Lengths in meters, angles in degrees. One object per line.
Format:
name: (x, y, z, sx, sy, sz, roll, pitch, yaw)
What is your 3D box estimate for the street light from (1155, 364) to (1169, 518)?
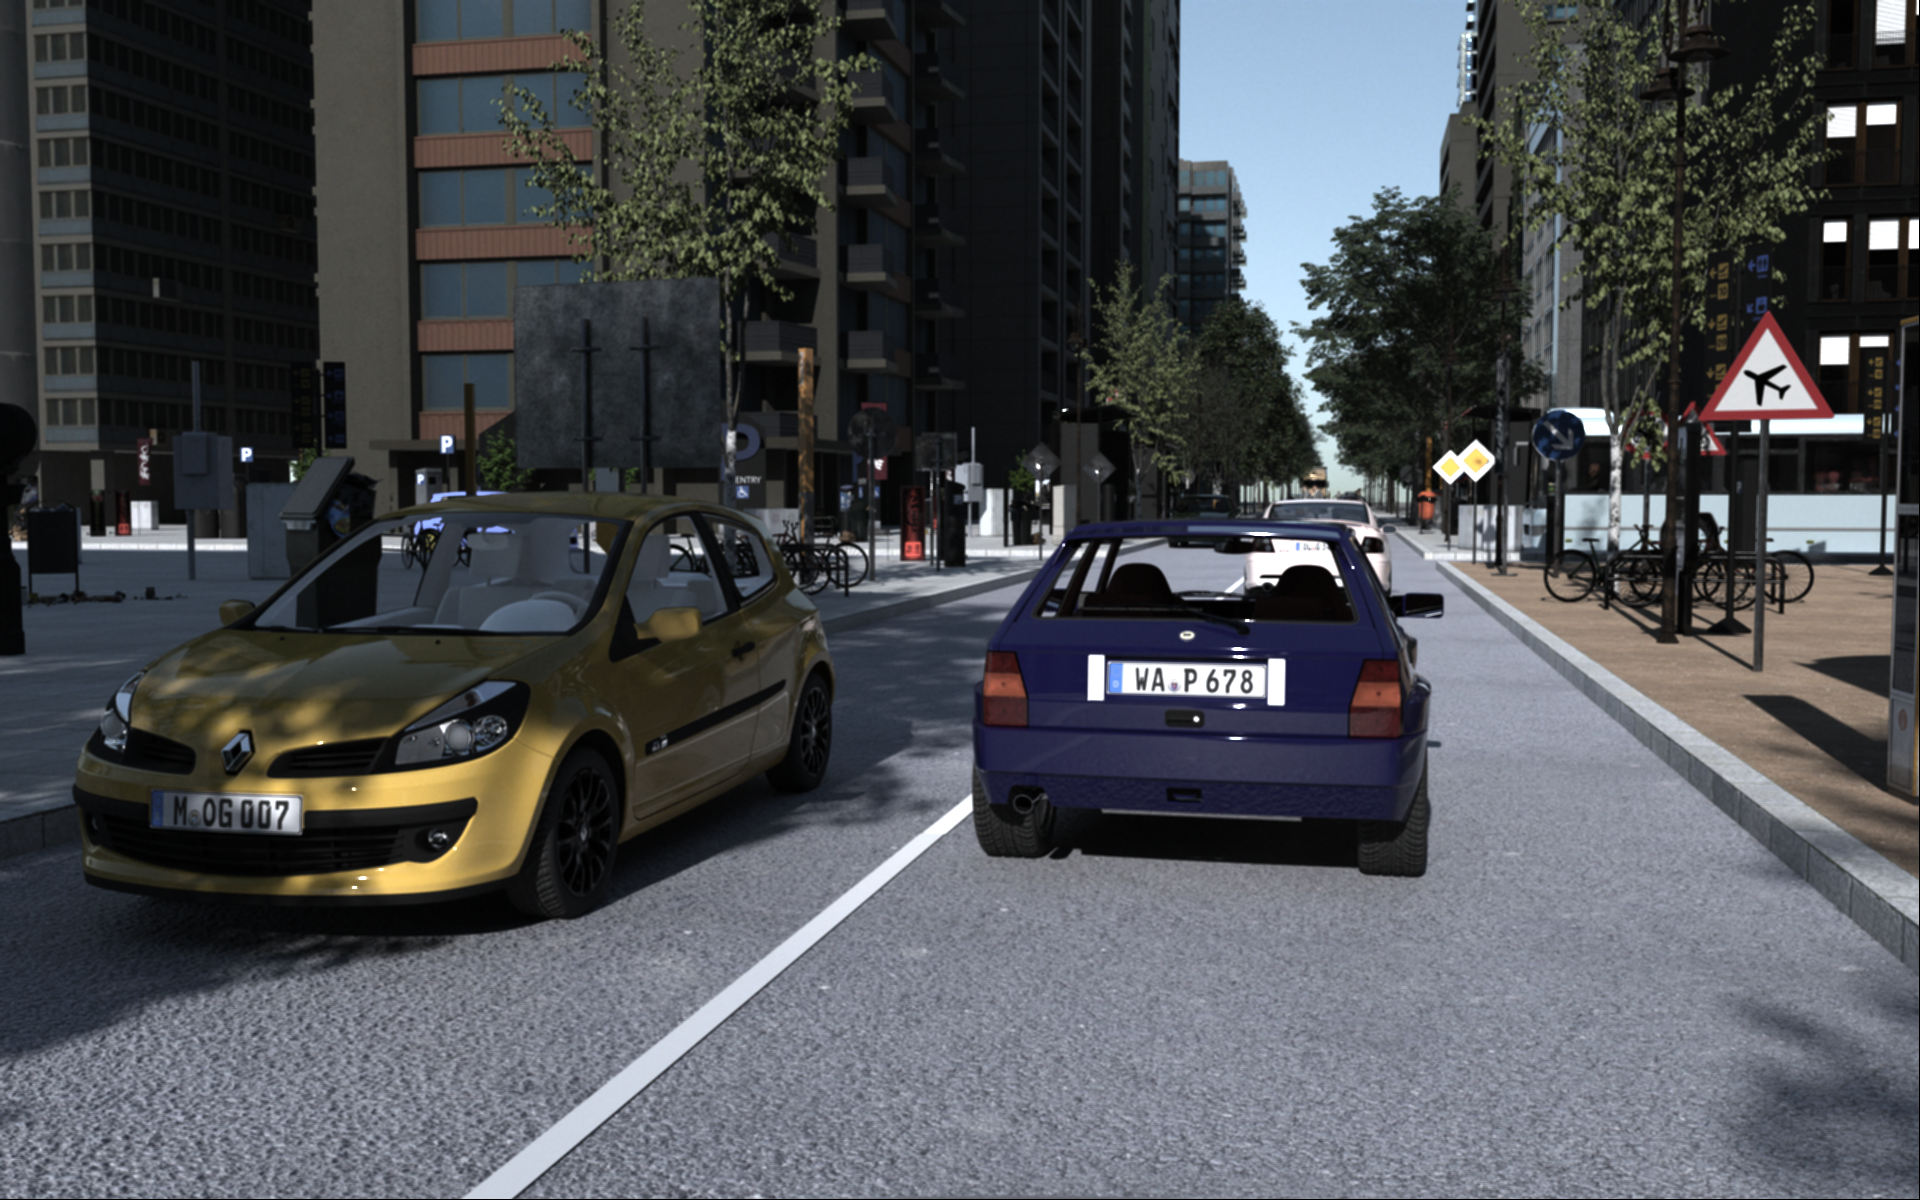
street light: (6.790, -5.232, 58.336, 0.468, 5.910, 1.993, 1, 4, 13)

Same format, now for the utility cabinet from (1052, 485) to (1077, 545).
utility cabinet: (2.618, -2.127, 43.452, 0.318, 1.500, 1.173, 1, 4, 19)

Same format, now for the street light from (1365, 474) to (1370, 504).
street light: (48.064, -14.068, 202.798, 0.468, 5.910, 1.993, 1, 4, 13)

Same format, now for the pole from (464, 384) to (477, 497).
pole: (-9.057, -2.338, 32.073, 0.158, 3.312, 0.155, 0, 3, 0)

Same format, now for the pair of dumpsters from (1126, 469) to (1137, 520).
pair of dumpsters: (5.219, -3.574, 60.931, 1.574, 2.255, 4.437, 1, 4, 13)

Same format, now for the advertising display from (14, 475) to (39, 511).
advertising display: (-32.066, -3.322, 59.530, 0.123, 1.923, 0.974, 1, 4, 12)

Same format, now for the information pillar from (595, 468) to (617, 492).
information pillar: (-5.151, -2.088, 25.491, 0.504, 3.616, 0.183, 2, 4, 29)

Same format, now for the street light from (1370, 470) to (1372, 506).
street light: (40.707, -12.048, 169.778, 0.468, 5.910, 1.993, 1, 4, 13)

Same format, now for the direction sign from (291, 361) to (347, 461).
direction sign: (-10.977, -2.307, 29.711, 0.876, 3.537, 0.379, -1, 4, -11)

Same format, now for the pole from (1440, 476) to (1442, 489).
pole: (29.087, -6.776, 104.637, 0.158, 3.312, 0.155, 0, 3, 0)

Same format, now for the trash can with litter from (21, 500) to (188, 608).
trash can with litter: (-10.356, -0.586, 20.641, 2.233, 1.210, 1.678, -3, 4, -38)

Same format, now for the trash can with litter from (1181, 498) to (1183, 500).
trash can with litter: (10.696, -4.521, 85.306, 0.624, 1.170, 1.055, 3, 5, 39)

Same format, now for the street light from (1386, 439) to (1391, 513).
street light: (27.949, -8.520, 112.085, 0.468, 5.910, 1.993, 1, 4, 13)

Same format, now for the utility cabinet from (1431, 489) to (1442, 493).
utility cabinet: (22.180, -4.455, 81.526, 1.173, 1.500, 0.318, 3, 5, 40)

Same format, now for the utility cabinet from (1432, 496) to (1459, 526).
utility cabinet: (19.691, -3.615, 70.270, 1.020, 1.237, 0.306, 1, 4, 18)

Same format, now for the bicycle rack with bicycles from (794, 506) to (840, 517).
bicycle rack with bicycles: (-4.409, -2.288, 50.795, 2.925, 0.926, 2.852, 0, 4, 1)

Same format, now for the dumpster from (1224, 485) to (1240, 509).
dumpster: (17.733, -6.619, 113.973, 1.264, 1.857, 1.865, 1, 4, 13)

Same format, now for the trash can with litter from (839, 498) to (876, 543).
trash can with litter: (-2.741, -2.114, 45.950, 0.624, 1.170, 1.055, 2, 4, 29)

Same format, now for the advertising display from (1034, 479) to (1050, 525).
advertising display: (3.592, -4.096, 72.189, 0.974, 1.923, 0.123, 1, 4, 15)

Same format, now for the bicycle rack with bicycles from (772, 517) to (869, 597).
bicycle rack with bicycles: (-2.581, -0.560, 22.537, 2.925, 0.926, 2.852, 0, 4, -6)

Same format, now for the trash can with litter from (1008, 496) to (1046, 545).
trash can with litter: (1.667, -1.971, 43.616, 0.624, 1.170, 1.055, 3, 5, 39)

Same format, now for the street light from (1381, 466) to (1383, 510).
street light: (29.721, -9.023, 120.314, 0.468, 5.910, 1.993, 1, 4, 13)

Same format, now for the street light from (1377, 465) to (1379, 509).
street light: (33.454, -10.062, 137.299, 0.468, 5.910, 1.993, 1, 4, 13)

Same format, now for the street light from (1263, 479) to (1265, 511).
street light: (23.203, -9.750, 132.197, 0.468, 5.910, 1.993, 1, 4, 13)

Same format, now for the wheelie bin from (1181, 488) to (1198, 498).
wheelie bin: (11.123, -4.637, 83.723, 0.980, 1.594, 0.693, 1, 4, 12)

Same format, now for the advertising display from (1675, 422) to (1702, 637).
advertising display: (6.663, -0.658, 15.980, 0.123, 1.923, 0.974, 1, 4, 13)

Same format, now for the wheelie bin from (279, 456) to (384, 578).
wheelie bin: (-5.314, -0.415, 14.701, 0.980, 1.594, 0.693, 3, 5, 42)

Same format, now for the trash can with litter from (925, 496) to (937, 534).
trash can with litter: (-0.768, -2.755, 56.109, 1.678, 1.210, 2.233, 2, 4, 31)

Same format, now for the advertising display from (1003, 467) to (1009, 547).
advertising display: (1.124, -2.269, 42.305, 0.123, 1.923, 0.974, 0, 4, 1)

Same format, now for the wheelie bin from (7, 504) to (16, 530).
wheelie bin: (-33.341, -3.267, 61.326, 0.980, 1.594, 0.693, 3, 5, 40)

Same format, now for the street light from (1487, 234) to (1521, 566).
street light: (9.684, -3.558, 30.963, 0.468, 5.910, 1.993, 1, 4, 13)

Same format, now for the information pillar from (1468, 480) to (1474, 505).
information pillar: (26.819, -5.276, 90.756, 0.304, 2.012, 0.304, -1, 4, -10)

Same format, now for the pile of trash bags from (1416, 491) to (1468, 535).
pile of trash bags: (15.879, -2.745, 54.628, 1.912, 1.369, 3.447, -3, 5, -39)

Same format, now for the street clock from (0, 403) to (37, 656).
street clock: (-7.609, -0.563, 13.772, 0.471, 2.002, 0.358, 0, 4, 1)

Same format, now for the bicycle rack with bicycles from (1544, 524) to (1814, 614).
bicycle rack with bicycles: (8.224, -0.396, 19.850, 2.925, 0.926, 2.852, 2, 4, 24)

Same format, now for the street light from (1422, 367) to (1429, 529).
street light: (16.935, -5.521, 63.052, 0.468, 5.910, 1.993, 1, 4, 13)

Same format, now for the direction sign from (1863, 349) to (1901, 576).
direction sign: (14.600, -2.160, 27.321, 0.876, 3.537, 0.379, -1, 4, -17)

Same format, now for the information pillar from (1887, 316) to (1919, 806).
information pillar: (4.090, -0.165, 7.188, 0.304, 2.012, 0.304, 1, 4, 8)

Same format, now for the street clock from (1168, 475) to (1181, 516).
street clock: (8.130, -3.741, 65.737, 0.471, 2.002, 0.358, 0, 4, 8)

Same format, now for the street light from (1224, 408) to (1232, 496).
street light: (14.087, -7.238, 91.132, 0.468, 5.910, 1.993, 1, 4, 13)

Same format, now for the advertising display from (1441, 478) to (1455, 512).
advertising display: (17.723, -3.528, 62.900, 0.123, 1.923, 0.974, 3, 4, 36)

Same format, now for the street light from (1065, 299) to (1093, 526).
street light: (2.833, -4.189, 41.276, 0.468, 5.910, 1.993, 1, 4, 13)

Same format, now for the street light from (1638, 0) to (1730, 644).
street light: (6.098, -2.566, 14.743, 0.468, 5.910, 1.993, 1, 4, 13)

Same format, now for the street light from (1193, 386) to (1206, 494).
street light: (10.293, -6.226, 74.575, 0.468, 5.910, 1.993, 1, 4, 13)

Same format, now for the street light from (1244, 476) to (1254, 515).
street light: (17.746, -8.229, 107.337, 0.468, 5.910, 1.993, 1, 4, 13)

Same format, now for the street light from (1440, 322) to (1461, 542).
street light: (13.195, -4.520, 46.695, 0.468, 5.910, 1.993, 1, 4, 13)

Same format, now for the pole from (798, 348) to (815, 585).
pole: (-2.159, -1.863, 24.311, 0.158, 3.312, 0.155, 0, 3, 0)

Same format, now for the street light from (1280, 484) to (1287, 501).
street light: (30.565, -11.750, 164.897, 0.468, 5.910, 1.993, 1, 4, 13)

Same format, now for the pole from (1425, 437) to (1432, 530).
pole: (16.759, -4.167, 61.978, 0.158, 3.312, 0.155, 0, 3, 0)

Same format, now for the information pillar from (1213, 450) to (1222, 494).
information pillar: (13.688, -6.171, 92.248, 0.504, 3.616, 0.183, -2, 4, -24)

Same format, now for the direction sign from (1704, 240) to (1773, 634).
direction sign: (7.142, -1.466, 15.972, 0.379, 3.537, 0.876, -1, 4, -13)

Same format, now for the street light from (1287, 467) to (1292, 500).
street light: (34.263, -12.754, 181.317, 0.468, 5.910, 1.993, 1, 4, 13)

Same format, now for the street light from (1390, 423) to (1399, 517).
street light: (24.264, -7.529, 95.887, 0.468, 5.910, 1.993, 1, 4, 13)

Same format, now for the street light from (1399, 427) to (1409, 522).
street light: (20.548, -6.522, 79.421, 0.468, 5.910, 1.993, 1, 4, 13)

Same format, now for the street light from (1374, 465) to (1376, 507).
street light: (37.107, -11.053, 153.504, 0.468, 5.910, 1.993, 1, 4, 13)
